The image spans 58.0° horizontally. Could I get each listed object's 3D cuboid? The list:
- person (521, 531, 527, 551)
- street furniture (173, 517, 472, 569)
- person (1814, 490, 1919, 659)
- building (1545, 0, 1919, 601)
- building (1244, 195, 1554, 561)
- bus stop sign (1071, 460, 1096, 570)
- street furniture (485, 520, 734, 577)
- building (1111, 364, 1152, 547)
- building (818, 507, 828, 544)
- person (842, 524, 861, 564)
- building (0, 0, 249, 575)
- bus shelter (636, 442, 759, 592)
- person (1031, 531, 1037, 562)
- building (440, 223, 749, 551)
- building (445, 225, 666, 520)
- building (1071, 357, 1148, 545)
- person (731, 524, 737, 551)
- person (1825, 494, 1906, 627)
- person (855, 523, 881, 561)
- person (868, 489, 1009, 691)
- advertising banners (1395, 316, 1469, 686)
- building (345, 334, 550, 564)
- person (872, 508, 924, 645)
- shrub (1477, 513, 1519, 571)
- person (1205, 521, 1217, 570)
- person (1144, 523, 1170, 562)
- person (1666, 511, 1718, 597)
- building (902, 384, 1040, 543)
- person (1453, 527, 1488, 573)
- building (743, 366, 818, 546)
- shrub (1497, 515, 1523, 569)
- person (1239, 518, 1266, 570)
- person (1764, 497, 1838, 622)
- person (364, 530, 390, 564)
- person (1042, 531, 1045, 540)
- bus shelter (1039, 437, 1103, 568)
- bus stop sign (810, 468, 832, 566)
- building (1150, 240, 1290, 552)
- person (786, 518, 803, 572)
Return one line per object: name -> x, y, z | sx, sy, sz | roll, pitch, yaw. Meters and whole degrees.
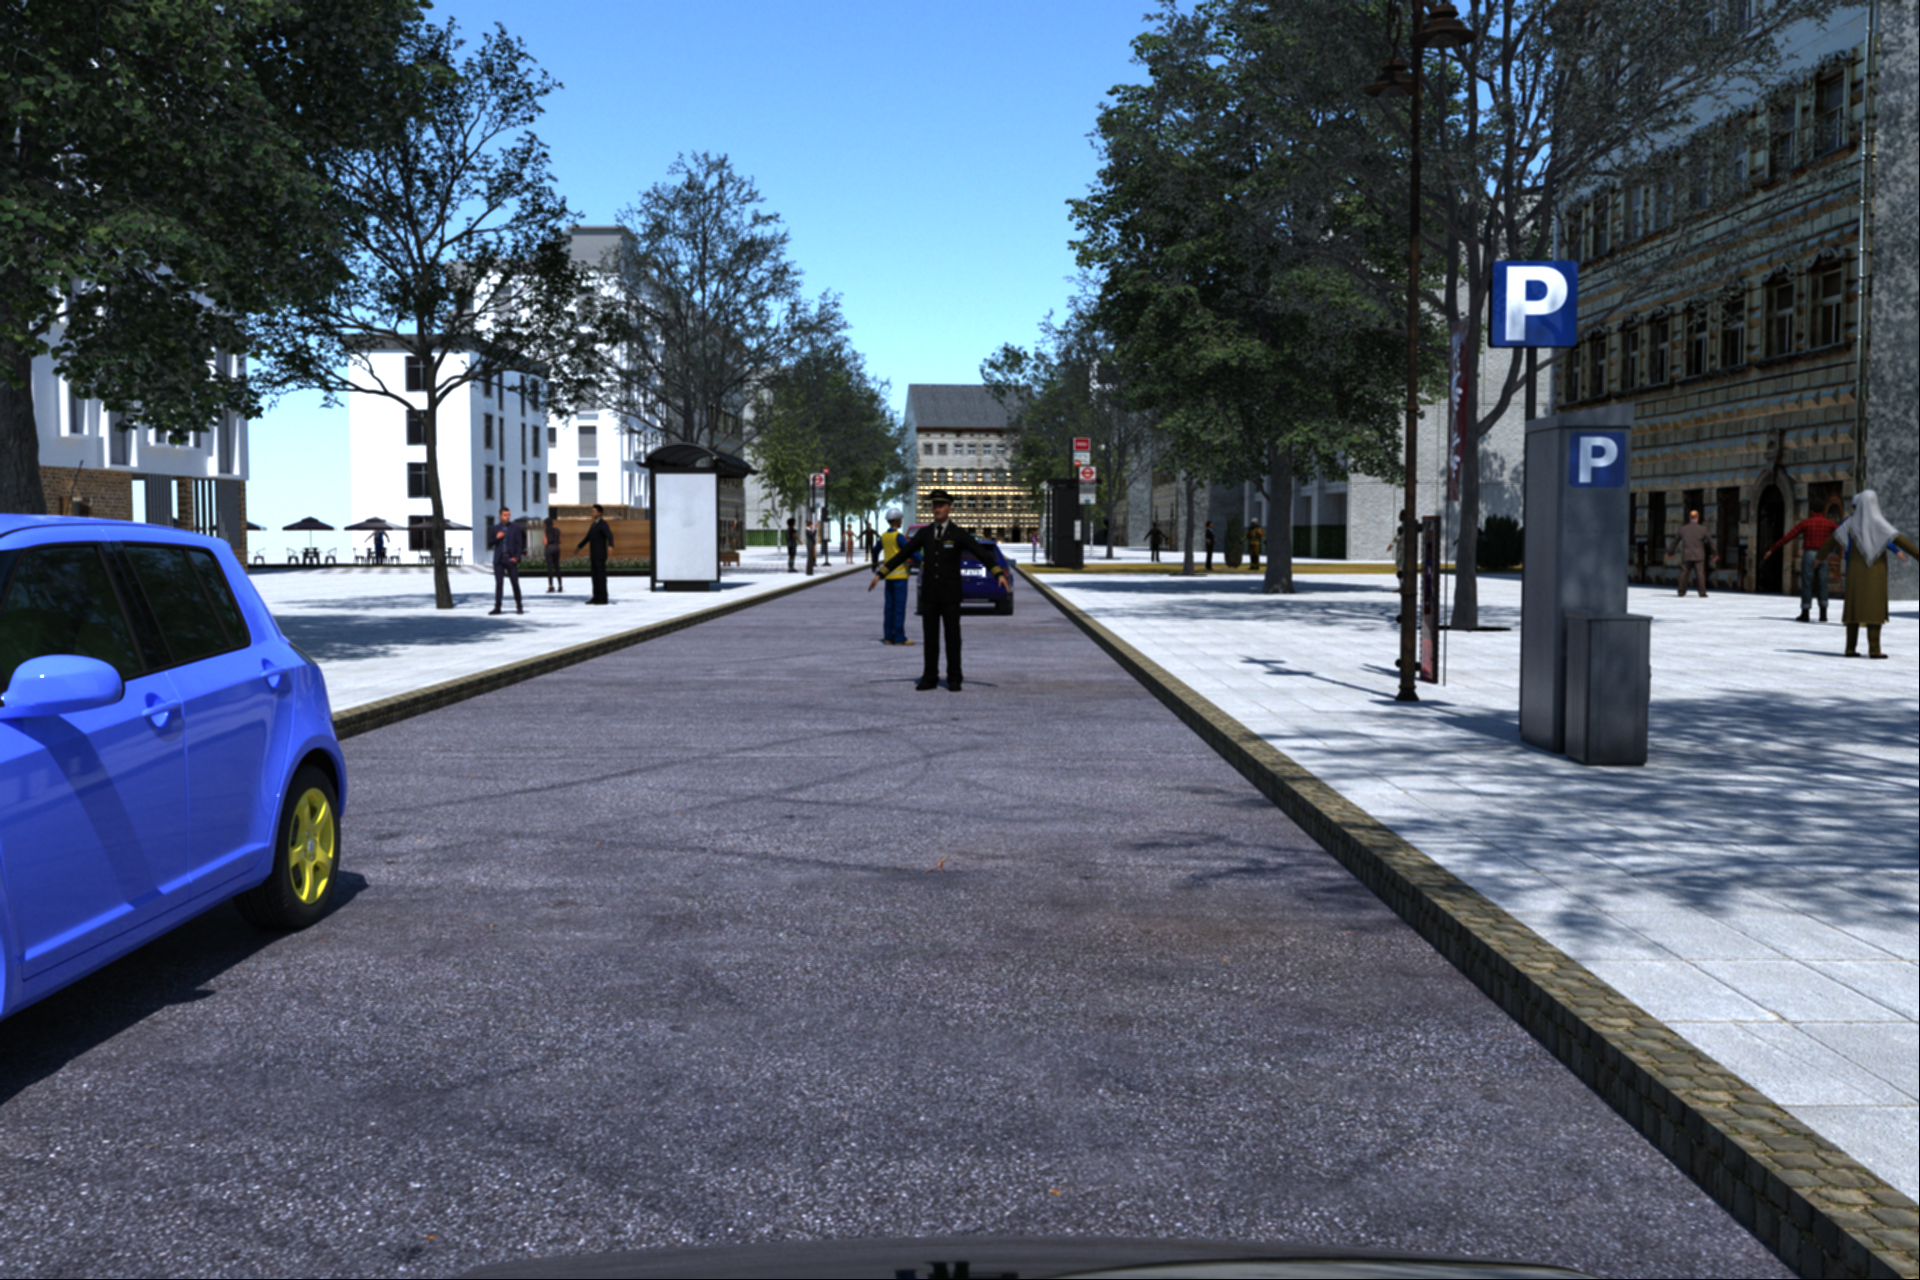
person -> -19.731, -4.397, 78.075 | 0.705, 1.806, 1.347 | 0, 4, 6
street furniture -> -32.922, -3.576, 63.490 | 27.439, 1.986, 14.083 | 0, 4, -1
person -> 9.425, -0.682, 17.932 | 0.721, 1.736, 1.217 | -2, 4, -35
building -> 26.575, -12.881, 41.531 | 19.493, 23.208, 18.063 | 0, 4, 1
building -> 27.241, -14.233, 99.161 | 16.747, 18.905, 31.486 | 0, 4, 0
bus stop sign -> 4.450, -4.507, 62.386 | 0.855, 3.939, 0.416 | 0, 4, 0
street furniture -> -12.103, -2.906, 54.367 | 9.812, 1.723, 11.010 | -1, 4, -21
building -> 25.840, -21.358, 180.125 | 19.493, 23.208, 18.063 | 0, 3, 0
building -> -23.108, -22.360, 222.001 | 16.016, 20.090, 11.380 | 0, 4, 0
person -> -4.708, -4.167, 74.935 | 0.721, 1.733, 1.217 | 3, 4, 38
building -> -27.105, -11.257, 40.479 | 16.016, 20.090, 11.380 | 0, 4, 0
bus shelter -> -6.082, -2.869, 40.827 | 2.014, 3.302, 5.546 | 0, 4, 1
person -> 3.474, -4.288, 79.372 | 0.599, 1.433, 0.991 | 0, 4, 4
building -> -26.941, -18.400, 131.766 | 19.493, 23.208, 18.063 | 0, 4, 1
building -> -25.507, -15.359, 107.545 | 16.016, 20.090, 11.380 | 0, 4, 0
building -> 27.526, -22.765, 216.177 | 27.936, 21.610, 32.646 | 0, 4, 1
person -> -11.311, -4.917, 86.656 | 0.705, 1.796, 1.348 | 0, 4, -3
person -> 12.478, -1.109, 24.006 | 0.705, 1.842, 1.347 | -1, 4, -18
person -> -4.250, -4.597, 81.304 | 1.346, 1.812, 0.704 | 0, 4, 2
person -> -0.177, -0.459, 15.889 | 1.347, 1.837, 0.705 | 1, 4, 17
advertising banners -> 4.082, -1.151, 15.012 | 0.090, 3.025, 2.074 | 0, 4, 1
building -> -25.029, -8.843, 86.731 | 9.099, 9.664, 28.070 | 0, 4, 0
person -> -0.772, -0.827, 22.437 | 0.721, 1.772, 1.216 | -3, 5, -40
shrub -> 18.524, -3.404, 60.079 | 1.690, 2.028, 1.600 | 0, 3, 0
person -> 8.989, -3.374, 61.879 | 0.721, 1.740, 1.216 | 1, 4, 20
person -> 9.015, -4.496, 79.734 | 1.346, 1.802, 0.704 | 2, 4, 34
person -> 14.926, -1.755, 35.291 | 0.990, 1.755, 0.434 | 3, 4, 36
building -> 1.514, -25.645, 252.674 | 18.063, 23.208, 19.493 | 0, 4, -8
person -> 16.917, -3.148, 57.241 | 0.705, 1.856, 1.354 | -3, 4, -36
building -> -26.050, -20.273, 197.915 | 16.747, 18.905, 31.486 | 0, 4, 1
shrub -> 19.880, -3.587, 63.066 | 1.690, 2.028, 1.600 | 0, 3, 0
person -> 10.491, -3.425, 61.763 | 0.705, 1.858, 1.354 | -2, 4, -33
person -> 12.529, -1.179, 25.388 | 1.345, 1.816, 0.704 | 1, 4, 13
person -> -24.002, -4.013, 71.465 | 0.705, 1.847, 1.347 | 2, 4, 28
person -> 4.698, -5.240, 91.853 | 0.705, 1.806, 1.347 | 3, 5, 40
bus shelter -> 4.340, -5.620, 69.512 | 2.179, 5.291, 8.768 | 0, 3, 0
bus stop sign -> -5.599, -4.958, 69.761 | 0.855, 3.939, 0.416 | 0, 4, 0
building -> 24.677, -18.358, 131.089 | 19.493, 23.208, 18.063 | 0, 4, 0
person -> -5.617, -3.180, 58.139 | 0.704, 1.843, 1.345 | -2, 4, -25
